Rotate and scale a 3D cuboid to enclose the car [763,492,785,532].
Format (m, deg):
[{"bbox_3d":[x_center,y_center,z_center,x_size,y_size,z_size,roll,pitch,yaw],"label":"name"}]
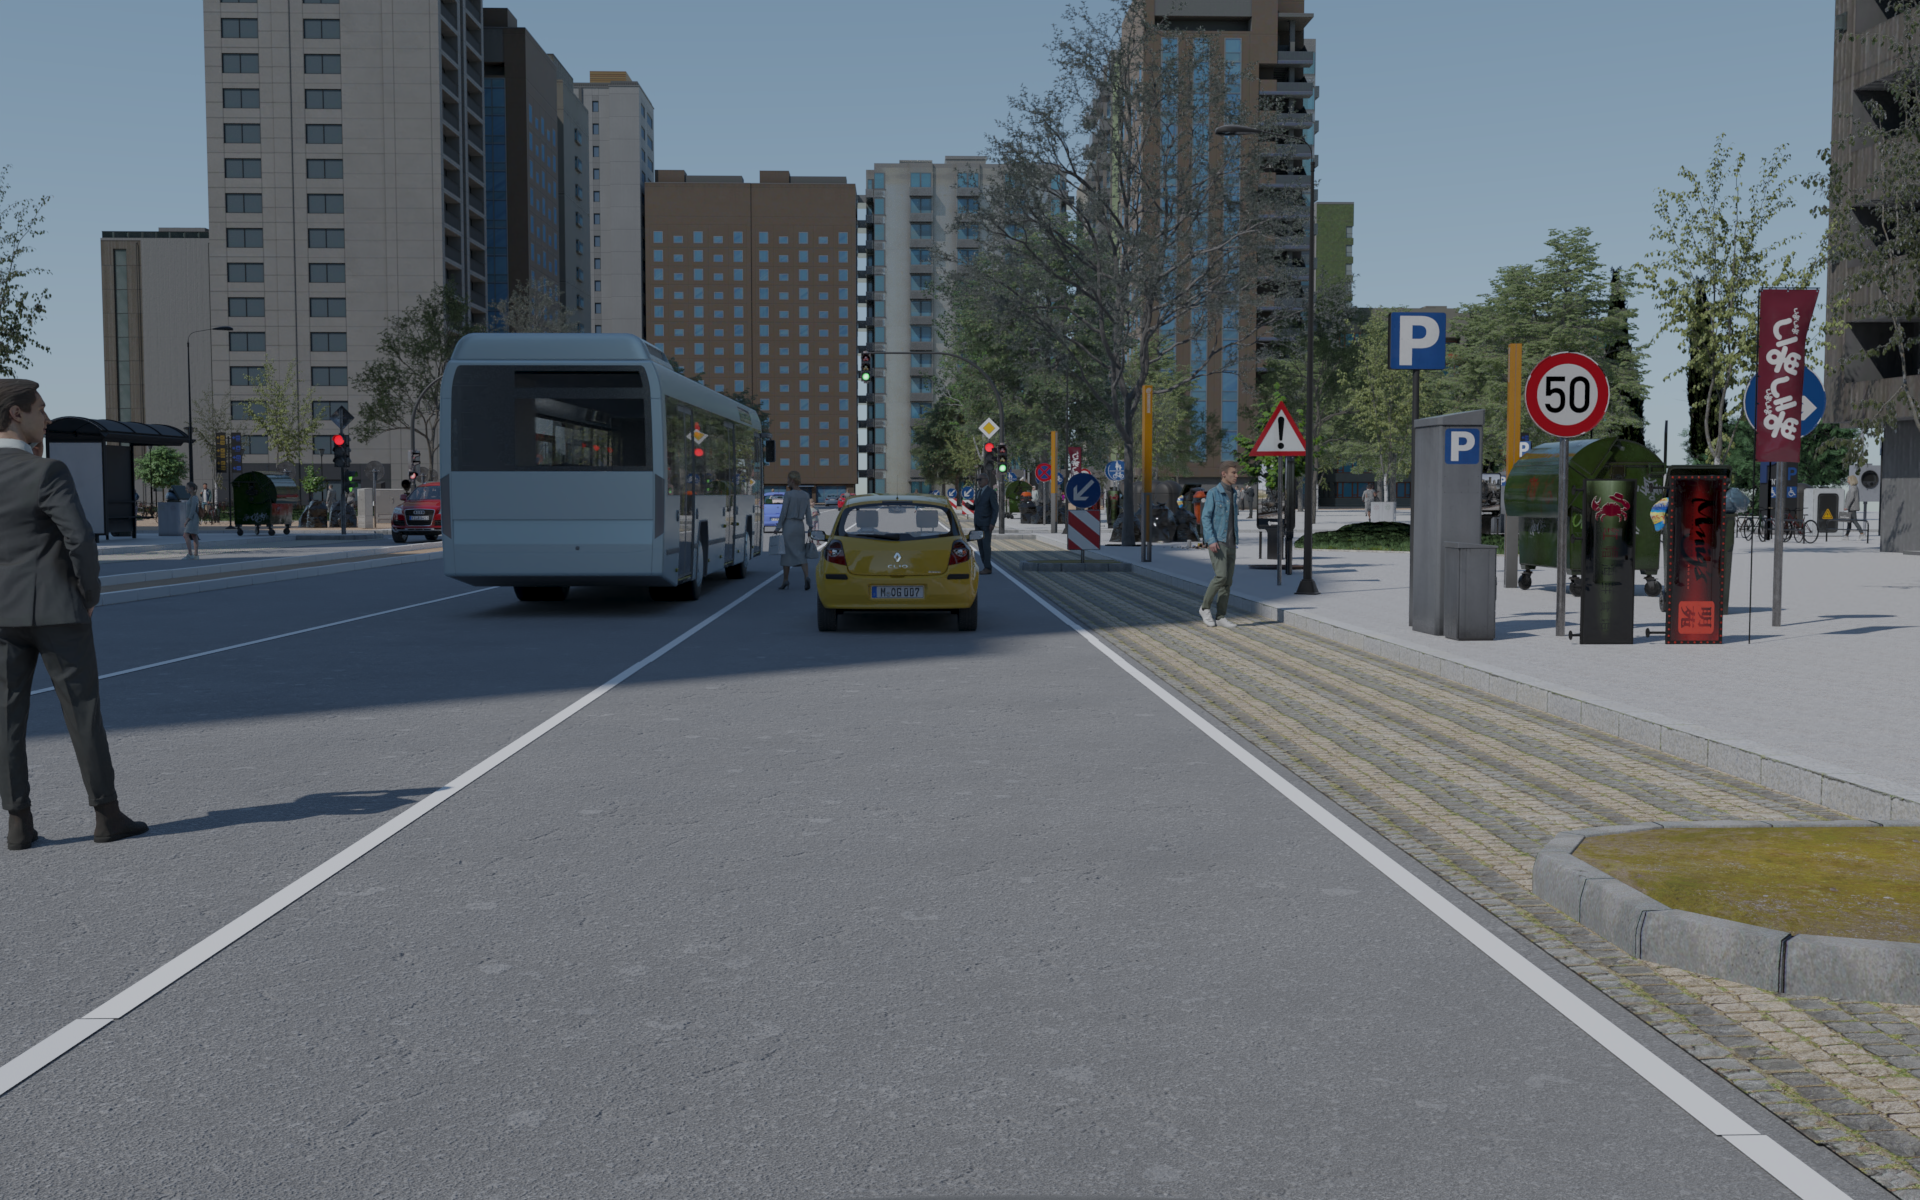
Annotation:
[{"bbox_3d":[-6.742,-3.376,64.788,1.945,1.707,3.694,0,4,-4],"label":"car"}]

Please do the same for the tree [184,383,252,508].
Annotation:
[{"bbox_3d":[-49.681,-10.136,116.090,4.360,8.622,3.978,0,3,0],"label":"tree"}]

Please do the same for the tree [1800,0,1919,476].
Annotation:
[{"bbox_3d":[12.393,-4.354,21.550,4.360,8.622,3.978,0,3,0],"label":"tree"}]

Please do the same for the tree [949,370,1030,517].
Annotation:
[{"bbox_3d":[2.369,-8.947,96.640,4.737,8.622,4.395,0,3,0],"label":"tree"}]

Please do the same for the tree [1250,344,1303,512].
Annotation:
[{"bbox_3d":[24.601,-12.585,123.884,7.486,12.596,7.792,0,3,0],"label":"tree"}]

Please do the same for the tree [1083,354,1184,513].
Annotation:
[{"bbox_3d":[9.024,-8.520,89.662,4.360,8.622,3.978,0,3,0],"label":"tree"}]

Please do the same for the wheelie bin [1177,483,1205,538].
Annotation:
[{"bbox_3d":[6.827,-2.611,50.594,0.980,1.594,0.693,-2,4,-33],"label":"wheelie bin"}]

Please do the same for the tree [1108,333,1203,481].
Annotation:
[{"bbox_3d":[13.494,-12.519,122.808,7.486,12.596,7.792,0,3,0],"label":"tree"}]

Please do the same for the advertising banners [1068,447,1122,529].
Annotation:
[{"bbox_3d":[4.986,-4.148,64.010,2.074,3.025,0.090,-1,4,-9],"label":"advertising banners"}]

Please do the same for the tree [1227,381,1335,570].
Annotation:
[{"bbox_3d":[5.363,-2.151,29.769,1.663,3.219,1.824,0,3,0],"label":"tree"}]

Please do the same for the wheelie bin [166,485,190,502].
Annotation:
[{"bbox_3d":[-28.435,-3.369,62.998,0.693,1.594,0.980,1,4,20],"label":"wheelie bin"}]

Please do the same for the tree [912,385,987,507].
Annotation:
[{"bbox_3d":[-0.276,-15.873,176.527,9.611,12.733,9.660,0,3,0],"label":"tree"}]

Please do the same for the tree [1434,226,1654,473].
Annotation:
[{"bbox_3d":[25.565,-9.517,73.728,7.486,12.596,7.792,0,3,0],"label":"tree"}]

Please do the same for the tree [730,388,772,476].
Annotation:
[{"bbox_3d":[-26.808,-18.245,204.964,9.857,13.997,8.962,0,3,0],"label":"tree"}]

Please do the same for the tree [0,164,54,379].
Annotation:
[{"bbox_3d":[-22.091,-5.395,38.566,4.360,8.622,3.978,0,3,0],"label":"tree"}]

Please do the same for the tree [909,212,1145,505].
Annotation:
[{"bbox_3d":[3.819,-10.446,77.448,9.857,13.997,8.962,0,3,0],"label":"tree"}]

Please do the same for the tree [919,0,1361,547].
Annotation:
[{"bbox_3d":[4.079,-8.054,42.046,12.009,13.543,11.850,0,3,0],"label":"tree"}]

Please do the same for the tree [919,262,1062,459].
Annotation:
[{"bbox_3d":[2.757,-17.189,136.930,12.611,20.169,13.585,0,3,0],"label":"tree"}]

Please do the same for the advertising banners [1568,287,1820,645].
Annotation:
[{"bbox_3d":[6.238,-1.133,14.707,2.074,3.025,0.090,0,4,-2],"label":"advertising banners"}]

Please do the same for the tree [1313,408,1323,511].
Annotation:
[{"bbox_3d":[27.553,-11.121,132.187,4.737,8.622,4.395,0,3,0],"label":"tree"}]

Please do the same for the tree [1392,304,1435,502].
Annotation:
[{"bbox_3d":[27.111,-10.256,85.807,7.486,12.596,7.792,0,3,0],"label":"tree"}]

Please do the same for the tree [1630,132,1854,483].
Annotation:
[{"bbox_3d":[16.150,-5.252,36.232,4.737,8.622,4.395,0,3,0],"label":"tree"}]

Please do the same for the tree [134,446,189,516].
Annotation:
[{"bbox_3d":[-47.042,-7.260,102.407,4.285,4.588,4.351,0,3,0],"label":"tree"}]

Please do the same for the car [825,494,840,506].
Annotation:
[{"bbox_3d":[-14.868,-11.711,203.476,2.014,1.417,4.499,0,3,0],"label":"car"}]

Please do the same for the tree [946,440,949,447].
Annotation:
[{"bbox_3d":[1.058,-12.358,152.412,4.737,8.622,4.395,0,3,0],"label":"tree"}]

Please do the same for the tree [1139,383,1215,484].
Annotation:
[{"bbox_3d":[17.176,-12.297,135.467,8.767,10.594,7.601,0,4,2],"label":"tree"}]

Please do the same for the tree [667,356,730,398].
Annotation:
[{"bbox_3d":[-25.815,-15.182,154.876,9.857,13.997,8.962,0,3,0],"label":"tree"}]

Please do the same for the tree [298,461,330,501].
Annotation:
[{"bbox_3d":[-37.804,-6.513,101.083,1.663,3.219,1.824,0,3,0],"label":"tree"}]

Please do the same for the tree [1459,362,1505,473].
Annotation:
[{"bbox_3d":[28.387,-8.821,94.593,4.737,8.622,4.395,0,3,0],"label":"tree"}]

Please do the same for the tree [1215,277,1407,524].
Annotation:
[{"bbox_3d":[15.466,-8.537,73.984,7.601,10.594,8.767,0,4,0],"label":"tree"}]

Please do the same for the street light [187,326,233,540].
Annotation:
[{"bbox_3d":[-20.796,-4.618,48.044,1.470,5.913,1.316,0,4,-2],"label":"street light"}]

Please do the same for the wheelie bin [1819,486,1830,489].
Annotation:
[{"bbox_3d":[33.997,-3.684,68.145,0.693,1.594,0.980,0,4,-2],"label":"wheelie bin"}]

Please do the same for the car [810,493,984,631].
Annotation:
[{"bbox_3d":[-0.707,-0.569,19.521,2.015,1.641,3.980,0,4,-2],"label":"car"}]

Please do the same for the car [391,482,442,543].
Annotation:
[{"bbox_3d":[-15.662,-2.689,52.646,2.281,1.827,5.304,0,4,-1],"label":"car"}]

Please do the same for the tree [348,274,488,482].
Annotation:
[{"bbox_3d":[-22.239,-8.481,73.077,7.601,10.594,8.767,0,4,2],"label":"tree"}]

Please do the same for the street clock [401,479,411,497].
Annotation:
[{"bbox_3d":[-27.210,-4.932,85.214,0.471,2.002,0.358,0,4,5],"label":"street clock"}]

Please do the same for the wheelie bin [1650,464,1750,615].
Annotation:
[{"bbox_3d":[7.937,-0.651,18.549,0.980,1.594,0.693,1,4,9],"label":"wheelie bin"}]

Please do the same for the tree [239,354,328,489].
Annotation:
[{"bbox_3d":[-35.871,-8.654,91.849,4.737,8.622,4.395,0,3,0],"label":"tree"}]

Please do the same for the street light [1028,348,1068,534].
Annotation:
[{"bbox_3d":[2.874,-5.058,55.242,1.470,5.913,1.316,0,4,-2],"label":"street light"}]

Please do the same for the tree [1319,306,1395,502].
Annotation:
[{"bbox_3d":[26.476,-11.376,104.123,7.486,12.596,7.792,0,3,0],"label":"tree"}]

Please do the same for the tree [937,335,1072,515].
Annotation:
[{"bbox_3d":[2.761,-11.000,105.602,9.928,11.665,9.643,0,3,0],"label":"tree"}]

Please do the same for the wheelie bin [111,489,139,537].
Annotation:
[{"bbox_3d":[-25.293,-2.725,52.461,0.693,1.594,0.980,0,4,-2],"label":"wheelie bin"}]

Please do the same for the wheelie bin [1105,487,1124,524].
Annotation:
[{"bbox_3d":[6.699,-4.102,74.983,0.693,1.594,0.980,-2,4,-33],"label":"wheelie bin"}]

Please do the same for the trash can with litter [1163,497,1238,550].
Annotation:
[{"bbox_3d":[5.695,-1.799,40.470,1.678,1.210,2.233,0,4,-1],"label":"trash can with litter"}]

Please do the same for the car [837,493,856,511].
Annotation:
[{"bbox_3d":[-9.495,-8.502,148.047,2.155,1.783,4.494,0,4,-2],"label":"car"}]

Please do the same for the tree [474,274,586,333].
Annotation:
[{"bbox_3d":[-23.945,-11.377,96.383,12.009,13.543,11.850,0,3,0],"label":"tree"}]

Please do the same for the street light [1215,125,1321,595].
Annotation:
[{"bbox_3d":[3.907,-3.024,21.982,1.470,5.913,1.316,0,4,-2],"label":"street light"}]

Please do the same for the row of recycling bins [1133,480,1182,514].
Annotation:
[{"bbox_3d":[5.925,-2.821,53.243,1.069,1.692,3.534,-1,4,-13],"label":"row of recycling bins"}]

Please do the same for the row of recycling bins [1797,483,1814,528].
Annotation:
[{"bbox_3d":[32.093,-3.619,66.288,1.069,1.692,3.534,2,4,24],"label":"row of recycling bins"}]
